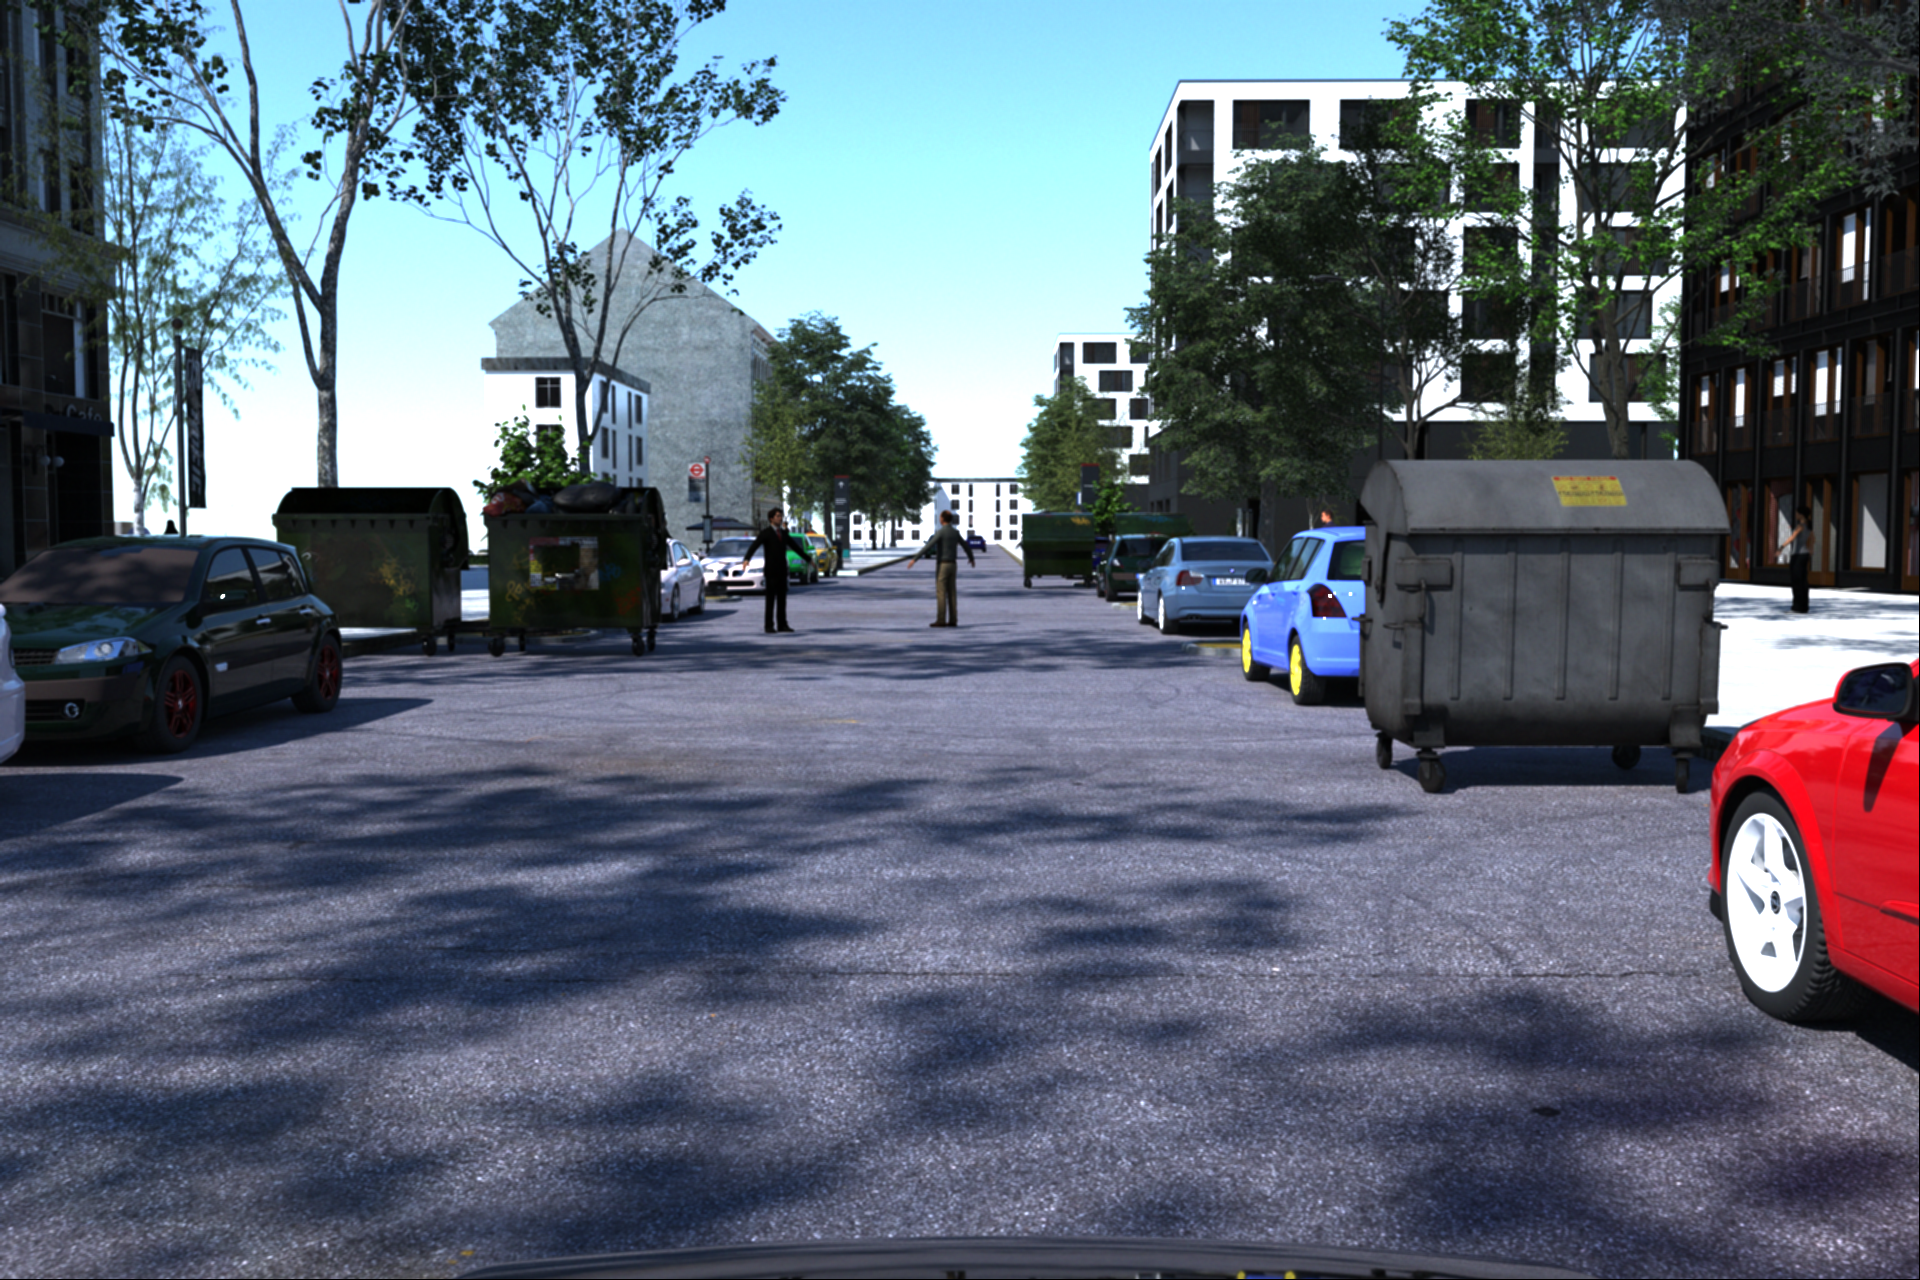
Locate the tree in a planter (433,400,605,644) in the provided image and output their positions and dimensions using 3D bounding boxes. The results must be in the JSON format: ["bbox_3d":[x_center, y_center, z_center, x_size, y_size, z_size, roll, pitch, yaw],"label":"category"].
[{"bbox_3d":[-5.915,-1.601,23.391,1.991,3.239,1.994,0,4,1],"label":"tree in a planter"}]

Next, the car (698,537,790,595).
[{"bbox_3d":[-5.219,-1.811,41.976,2.083,1.381,4.827,0,4,1],"label":"car"}]

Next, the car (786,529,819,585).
[{"bbox_3d":[-5.077,-2.504,49.739,1.959,1.807,4.718,0,4,0],"label":"car"}]

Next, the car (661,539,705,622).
[{"bbox_3d":[-5.525,-1.057,29.644,2.083,1.381,4.827,0,4,0],"label":"car"}]

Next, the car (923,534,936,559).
[{"bbox_3d":[-1.112,-5.504,101.795,2.131,1.459,4.920,0,4,1],"label":"car"}]

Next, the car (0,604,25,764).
[{"bbox_3d":[-5.900,0.312,7.261,2.083,1.381,4.827,0,4,1],"label":"car"}]

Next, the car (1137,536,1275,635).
[{"bbox_3d":[3.718,-0.854,25.973,2.014,1.417,4.499,0,4,-1],"label":"car"}]

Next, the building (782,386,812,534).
[{"bbox_3d":[-24.591,-21.914,214.714,16.016,20.090,11.380,0,4,0],"label":"building"}]

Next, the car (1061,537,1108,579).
[{"bbox_3d":[4.194,-2.657,56.019,1.945,1.354,3.894,0,4,0],"label":"car"}]

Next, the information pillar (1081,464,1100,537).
[{"bbox_3d":[4.789,-4.555,63.848,0.750,3.857,0.750,0,4,-1],"label":"information pillar"}]

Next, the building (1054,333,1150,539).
[{"bbox_3d":[24.261,-21.318,192.520,27.936,21.610,32.646,0,4,1],"label":"building"}]

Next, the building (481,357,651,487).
[{"bbox_3d":[-21.735,-9.434,96.389,9.099,9.664,28.070,0,4,1],"label":"building"}]

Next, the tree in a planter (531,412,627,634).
[{"bbox_3d":[-5.910,-1.727,25.465,1.991,3.239,1.994,0,4,1],"label":"tree in a planter"}]

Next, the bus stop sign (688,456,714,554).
[{"bbox_3d":[-8.877,-4.326,59.427,0.855,3.939,0.416,0,4,2],"label":"bus stop sign"}]

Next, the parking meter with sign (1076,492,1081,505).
[{"bbox_3d":[5.067,-4.548,70.622,0.543,3.016,1.738,0,4,0],"label":"parking meter with sign"}]

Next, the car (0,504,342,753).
[{"bbox_3d":[-5.930,-0.169,12.552,2.009,1.686,4.222,0,4,1],"label":"car"}]

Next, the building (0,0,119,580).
[{"bbox_3d":[-30.578,-15.768,37.403,16.754,29.471,25.880,0,4,1],"label":"building"}]

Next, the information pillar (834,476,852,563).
[{"bbox_3d":[-5.229,-5.359,76.996,0.750,3.857,0.750,0,4,2],"label":"information pillar"}]

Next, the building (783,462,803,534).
[{"bbox_3d":[-21.479,-15.087,188.823,9.099,9.664,28.070,0,4,1],"label":"building"}]

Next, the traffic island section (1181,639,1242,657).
[{"bbox_3d":[3.736,0.103,21.180,1.991,0.108,1.994,0,4,1],"label":"traffic island section"}]

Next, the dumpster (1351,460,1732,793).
[{"bbox_3d":[3.304,-0.112,10.044,1.865,1.857,1.264,0,4,0],"label":"dumpster"}]

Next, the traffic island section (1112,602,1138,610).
[{"bbox_3d":[3.942,-0.643,33.387,1.991,0.108,1.994,0,4,2],"label":"traffic island section"}]

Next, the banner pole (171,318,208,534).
[{"bbox_3d":[-9.064,-1.859,20.409,0.401,3.779,0.863,0,4,0],"label":"banner pole"}]

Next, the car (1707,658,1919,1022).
[{"bbox_3d":[3.243,0.319,3.817,2.155,1.783,4.494,0,4,1],"label":"car"}]

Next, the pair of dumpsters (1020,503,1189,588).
[{"bbox_3d":[3.818,-2.519,46.142,4.436,2.255,1.574,0,4,0],"label":"pair of dumpsters"}]

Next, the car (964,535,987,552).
[{"bbox_3d":[1.179,-7.569,136.330,1.945,1.354,3.894,0,4,-1],"label":"car"}]

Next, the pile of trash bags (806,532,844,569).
[{"bbox_3d":[-5.202,-3.241,62.742,1.912,1.369,3.447,0,4,2],"label":"pile of trash bags"}]

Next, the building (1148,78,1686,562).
[{"bbox_3d":[24.049,-15.317,94.412,27.936,21.610,32.646,0,4,1],"label":"building"}]

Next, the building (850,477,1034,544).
[{"bbox_3d":[-3.296,-18.973,254.806,28.070,9.664,9.099,0,4,6],"label":"building"}]

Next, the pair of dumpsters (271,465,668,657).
[{"bbox_3d":[-5.798,-0.961,20.663,4.436,2.255,1.574,0,4,1],"label":"pair of dumpsters"}]

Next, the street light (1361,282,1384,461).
[{"bbox_3d":[8.123,-3.589,31.217,1.470,5.913,1.316,0,4,0],"label":"street light"}]

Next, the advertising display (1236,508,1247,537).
[{"bbox_3d":[7.113,-2.362,43.827,0.123,1.923,0.974,0,4,1],"label":"advertising display"}]

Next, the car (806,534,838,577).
[{"bbox_3d":[-5.126,-2.966,58.723,2.015,1.641,3.980,0,4,1],"label":"car"}]

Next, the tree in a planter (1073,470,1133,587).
[{"bbox_3d":[4.135,-3.102,47.942,1.991,3.239,1.994,0,4,1],"label":"tree in a planter"}]

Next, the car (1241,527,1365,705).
[{"bbox_3d":[3.626,-0.379,15.793,1.945,1.707,3.694,0,4,-1],"label":"car"}]

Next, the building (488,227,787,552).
[{"bbox_3d":[-23.991,-18.496,133.343,19.493,23.208,18.063,0,4,1],"label":"building"}]

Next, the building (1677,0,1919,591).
[{"bbox_3d":[25.766,-12.870,39.086,12.332,23.479,15.834,0,4,1],"label":"building"}]

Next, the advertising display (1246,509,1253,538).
[{"bbox_3d":[7.434,-2.424,44.849,0.123,1.923,0.974,0,4,0],"label":"advertising display"}]

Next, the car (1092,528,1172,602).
[{"bbox_3d":[3.943,-1.725,37.986,2.009,1.686,4.222,0,4,1],"label":"car"}]

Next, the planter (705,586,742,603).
[{"bbox_3d":[-5.716,-0.968,36.964,1.991,0.319,1.994,0,4,2],"label":"planter"}]

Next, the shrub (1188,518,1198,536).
[{"bbox_3d":[8.120,-3.652,63.758,1.661,2.075,1.752,0,3,0],"label":"shrub"}]
